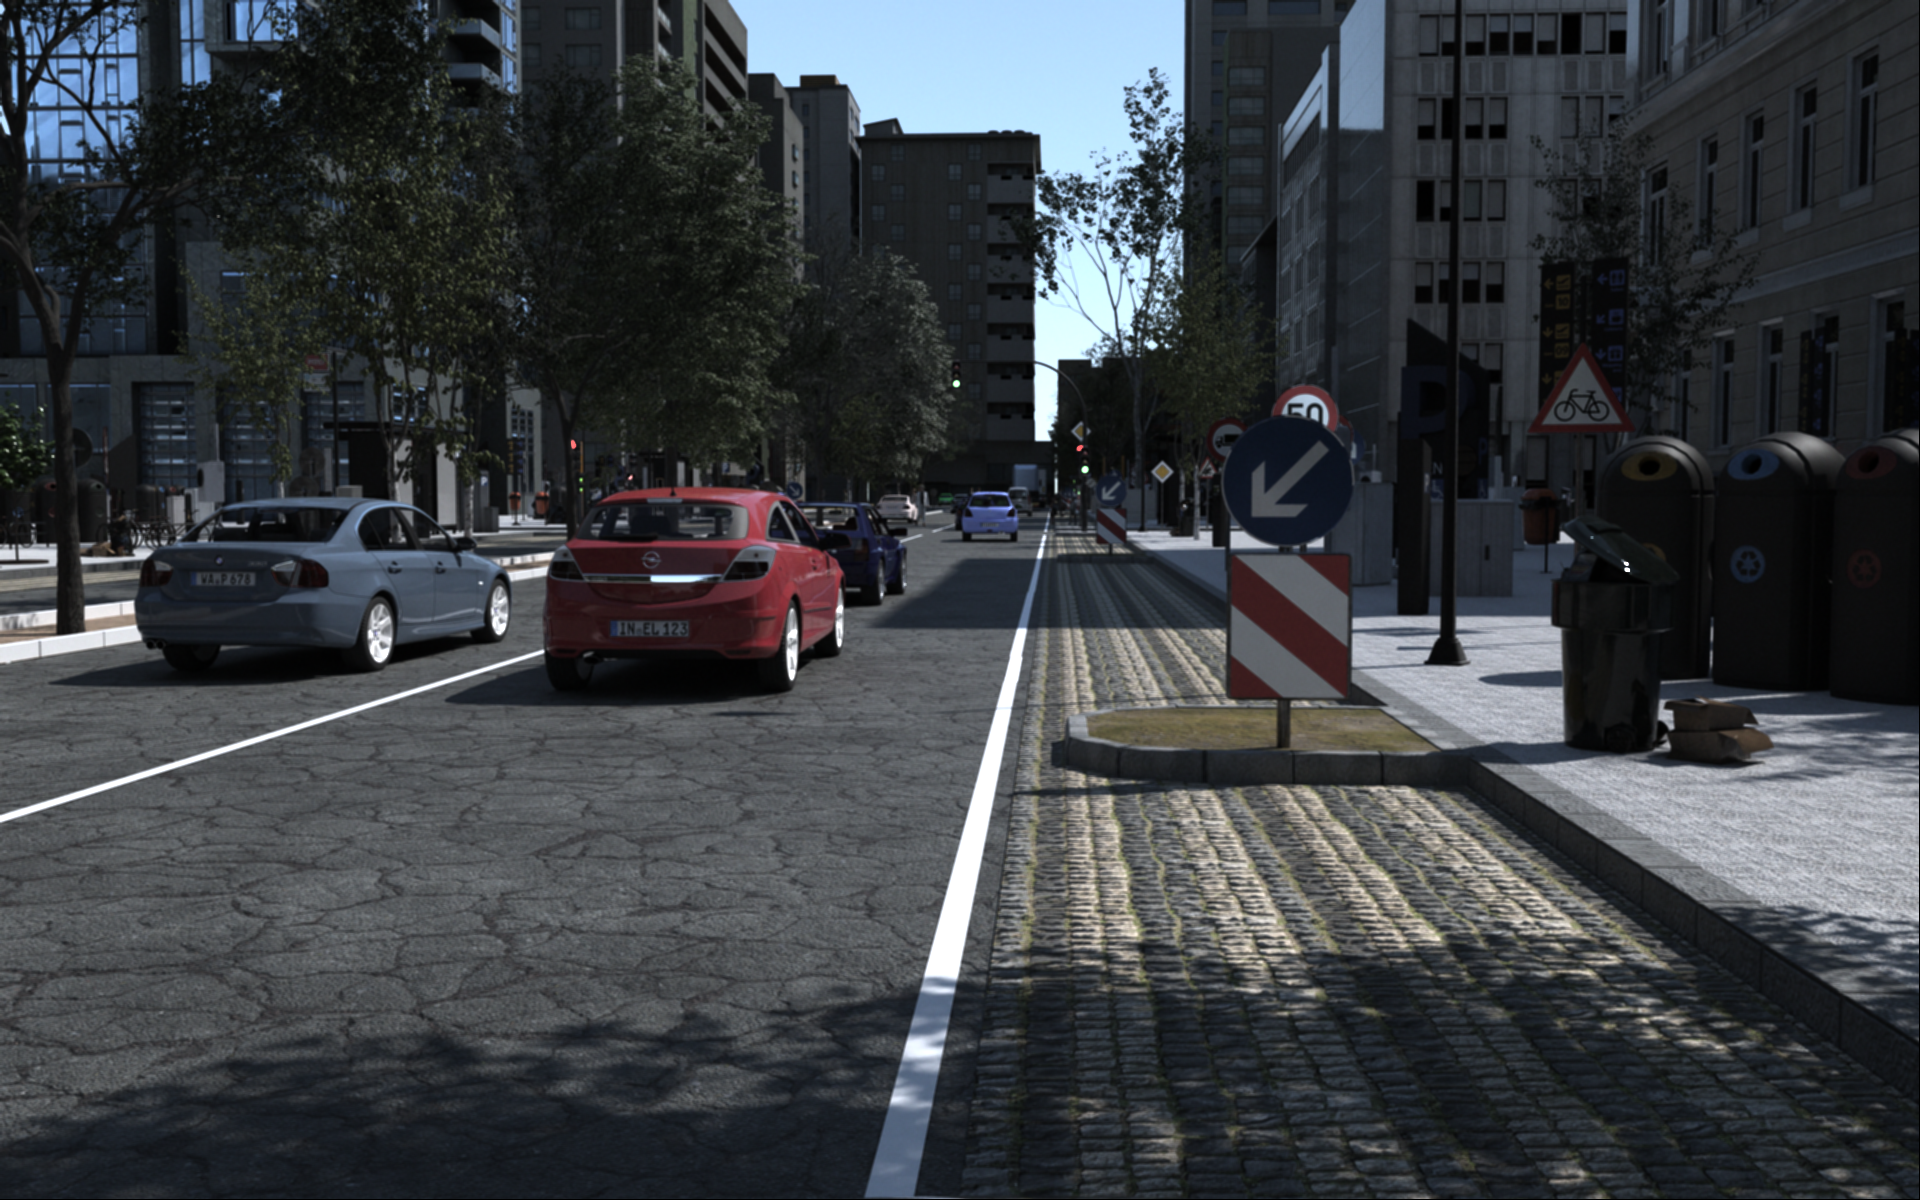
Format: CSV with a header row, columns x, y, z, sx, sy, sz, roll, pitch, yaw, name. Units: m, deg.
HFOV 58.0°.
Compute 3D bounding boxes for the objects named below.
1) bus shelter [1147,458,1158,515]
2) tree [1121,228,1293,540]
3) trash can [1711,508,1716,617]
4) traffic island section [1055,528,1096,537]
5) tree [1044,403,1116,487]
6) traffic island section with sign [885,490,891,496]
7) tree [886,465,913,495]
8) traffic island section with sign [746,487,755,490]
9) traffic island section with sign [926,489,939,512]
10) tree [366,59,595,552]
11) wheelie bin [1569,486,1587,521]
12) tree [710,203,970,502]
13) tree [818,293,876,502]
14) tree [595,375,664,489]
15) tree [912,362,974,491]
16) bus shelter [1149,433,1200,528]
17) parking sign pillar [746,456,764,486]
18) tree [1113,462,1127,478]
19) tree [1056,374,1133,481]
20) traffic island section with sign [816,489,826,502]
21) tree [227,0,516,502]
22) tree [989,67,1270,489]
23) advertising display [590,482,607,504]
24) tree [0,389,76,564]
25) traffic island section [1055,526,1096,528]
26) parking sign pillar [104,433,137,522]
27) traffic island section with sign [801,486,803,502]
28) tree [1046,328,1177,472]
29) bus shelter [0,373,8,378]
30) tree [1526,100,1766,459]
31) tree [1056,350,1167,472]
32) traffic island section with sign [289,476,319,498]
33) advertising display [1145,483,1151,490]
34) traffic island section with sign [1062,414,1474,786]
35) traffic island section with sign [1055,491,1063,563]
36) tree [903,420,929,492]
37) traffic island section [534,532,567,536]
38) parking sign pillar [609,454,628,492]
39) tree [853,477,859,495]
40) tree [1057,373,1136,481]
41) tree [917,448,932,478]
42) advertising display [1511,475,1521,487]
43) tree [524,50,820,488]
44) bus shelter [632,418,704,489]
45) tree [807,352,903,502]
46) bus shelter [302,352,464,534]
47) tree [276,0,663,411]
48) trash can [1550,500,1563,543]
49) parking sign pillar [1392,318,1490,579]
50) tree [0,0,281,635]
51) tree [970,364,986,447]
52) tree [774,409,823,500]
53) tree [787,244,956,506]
x,y,z,sx,sy,sz,roll,pitch,yaw,name
10.987,-5.958,91.343,2.014,3.302,5.546,0,4,3,bus shelter
6.725,-5.970,47.975,4.737,8.622,4.395,0,3,0,tree
7.822,-0.408,18.321,0.748,1.137,0.748,0,3,0,trash can
4.243,-2.235,58.829,2.009,0.180,2.903,0,4,3,traffic island section
15.518,-19.088,218.739,9.857,13.997,8.962,0,3,0,tree
-7.014,-9.846,169.604,1.989,1.847,2.006,0,4,3,traffic island section with sign
-9.530,-13.866,161.125,7.601,10.594,8.767,-2,4,-27,tree
-11.230,-5.125,92.415,1.989,1.847,2.006,0,4,3,traffic island section with sign
-2.230,-8.193,142.087,2.006,1.907,1.989,0,4,3,traffic island section with sign
-8.367,-4.690,29.504,4.360,8.622,3.978,0,3,0,tree
23.536,-3.568,66.243,0.693,1.594,0.980,-1,4,-23,wheelie bin
-5.925,-9.792,72.932,12.009,13.543,11.850,0,3,0,tree
-7.267,-7.079,52.612,8.767,10.594,7.601,0,4,3,tree
-14.785,-7.742,76.941,4.737,8.622,4.395,0,3,0,tree
-2.751,-12.283,129.042,9.928,11.665,9.643,0,3,0,tree
8.580,-4.769,69.257,1.731,3.624,6.357,0,4,3,bus shelter
-13.161,-7.516,111.355,1.447,3.967,1.447,3,5,40,parking sign pillar
9.536,-6.716,104.400,1.663,3.219,1.824,0,3,0,tree
12.076,-13.639,148.754,9.928,11.665,9.643,0,3,0,tree
-9.680,-6.845,120.537,1.989,1.847,2.006,0,4,3,traffic island section with sign
-7.900,-4.347,23.892,4.737,8.622,4.395,0,3,0,tree
7.692,-13.695,79.803,12.611,20.169,13.585,0,3,0,tree
-19.447,-5.355,92.764,0.974,1.923,0.123,3,4,37,advertising display
-17.576,-2.287,32.000,1.663,3.219,1.824,0,3,0,tree
4.677,-2.723,66.802,2.009,0.180,2.903,0,4,3,traffic island section
-36.725,-5.339,75.769,1.447,3.967,1.447,2,4,32,parking sign pillar
-6.305,-3.604,67.058,2.006,1.907,1.989,0,4,3,traffic island section with sign
10.977,-13.304,127.884,12.009,13.543,11.850,0,3,0,tree
-19.668,-2.431,31.038,1.731,3.624,6.357,0,4,3,bus shelter
12.504,-5.036,32.698,4.360,8.622,3.978,0,3,0,tree
9.859,-10.855,111.896,7.601,10.594,8.767,-1,4,-9,tree
-14.231,-1.736,37.008,1.989,1.847,2.006,0,4,3,traffic island section with sign
11.140,-5.851,100.885,0.974,1.923,0.123,0,4,2,advertising display
1.575,-0.050,9.444,1.989,1.847,2.006,0,4,3,traffic island section with sign
3.039,-1.696,36.359,1.989,1.847,2.006,0,4,3,traffic island section with sign
-3.758,-9.445,107.249,4.737,8.622,4.395,0,3,0,tree
-13.322,-2.294,59.787,2.009,0.180,2.903,0,4,3,traffic island section
-22.908,-7.808,116.129,1.447,3.967,1.447,3,4,37,parking sign pillar
-10.293,-10.979,174.109,1.663,3.219,1.824,0,3,0,tree
12.739,-14.934,162.294,7.486,12.596,7.792,0,3,0,tree
-7.522,-17.307,217.375,8.767,10.594,7.601,-2,4,-25,tree
18.468,-3.202,57.563,0.123,1.923,0.974,0,4,7,advertising display
-7.555,-7.605,44.927,7.486,12.596,7.792,0,3,0,tree
-14.823,-6.708,87.311,2.179,5.291,8.768,0,4,3,bus shelter
-5.205,-7.884,81.715,4.737,8.622,4.395,0,3,0,tree
-17.291,-4.519,51.521,2.179,5.291,8.768,0,4,3,bus shelter
-7.872,-6.032,35.496,8.767,10.594,7.601,0,4,3,tree
15.341,-2.051,45.188,0.748,1.137,0.748,0,3,0,trash can
7.293,-2.306,26.175,1.447,3.967,1.447,3,5,41,parking sign pillar
-8.990,-4.939,17.625,8.767,10.594,7.601,0,4,3,tree
-3.306,-12.476,116.807,12.009,13.543,11.850,0,3,0,tree
-12.112,-10.968,129.694,4.360,8.622,3.978,0,3,0,tree
-5.027,-10.998,88.936,9.857,13.997,8.962,0,3,0,tree
